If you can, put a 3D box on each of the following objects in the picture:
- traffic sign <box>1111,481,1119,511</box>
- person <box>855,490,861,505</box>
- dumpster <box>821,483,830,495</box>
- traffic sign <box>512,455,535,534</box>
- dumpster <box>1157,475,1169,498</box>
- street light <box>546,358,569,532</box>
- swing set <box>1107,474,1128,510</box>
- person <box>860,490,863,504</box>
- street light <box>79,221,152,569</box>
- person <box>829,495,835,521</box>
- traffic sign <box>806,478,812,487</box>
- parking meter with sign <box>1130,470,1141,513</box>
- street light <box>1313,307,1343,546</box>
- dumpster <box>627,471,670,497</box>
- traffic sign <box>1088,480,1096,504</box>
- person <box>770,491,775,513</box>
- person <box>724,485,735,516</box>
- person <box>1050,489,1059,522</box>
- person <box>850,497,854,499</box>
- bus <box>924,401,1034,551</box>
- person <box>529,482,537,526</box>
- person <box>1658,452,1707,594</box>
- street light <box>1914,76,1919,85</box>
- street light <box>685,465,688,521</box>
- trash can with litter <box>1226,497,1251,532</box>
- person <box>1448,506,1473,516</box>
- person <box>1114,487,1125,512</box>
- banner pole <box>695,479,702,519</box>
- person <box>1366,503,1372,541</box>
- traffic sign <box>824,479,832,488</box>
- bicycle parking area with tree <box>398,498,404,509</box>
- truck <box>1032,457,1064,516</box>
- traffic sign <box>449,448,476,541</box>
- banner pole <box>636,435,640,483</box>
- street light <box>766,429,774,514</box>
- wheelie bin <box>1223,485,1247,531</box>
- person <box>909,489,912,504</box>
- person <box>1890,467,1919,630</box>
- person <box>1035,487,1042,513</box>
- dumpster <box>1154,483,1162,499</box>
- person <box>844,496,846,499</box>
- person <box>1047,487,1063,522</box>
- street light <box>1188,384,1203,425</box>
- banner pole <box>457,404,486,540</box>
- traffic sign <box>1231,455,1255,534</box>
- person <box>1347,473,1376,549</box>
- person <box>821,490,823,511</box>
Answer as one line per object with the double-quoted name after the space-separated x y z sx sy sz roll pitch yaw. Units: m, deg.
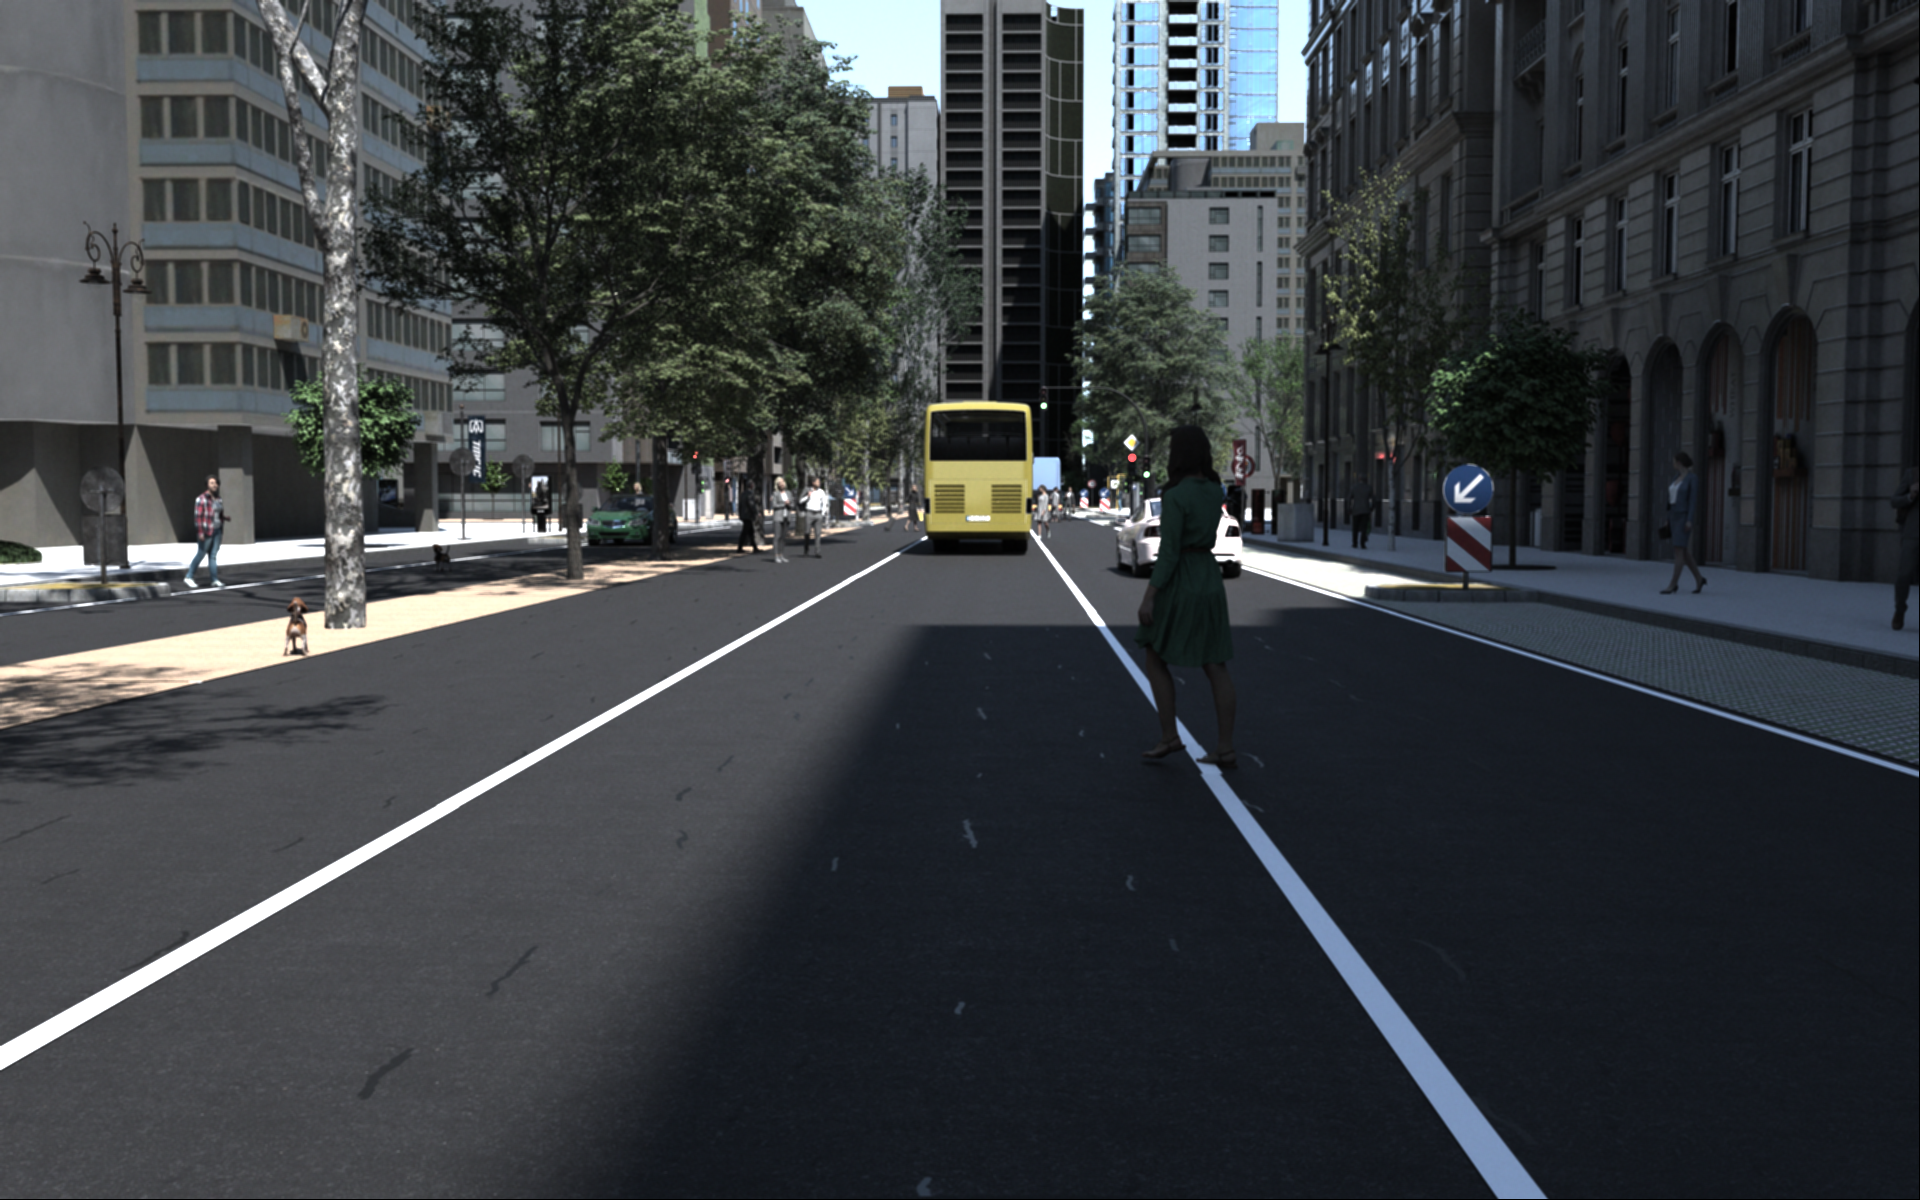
11.602 -7.802 129.686 0.606 2.300 0.079 1 4 9 "traffic sign"
-11.437 -11.482 194.486 0.721 1.743 1.217 2 4 25 "person"
-11.531 -8.733 145.278 1.502 2.255 1.985 0 4 2 "dumpster"
-14.123 -3.419 56.009 0.768 2.556 0.104 1 4 9 "traffic sign"
10.156 -4.851 81.800 1.502 2.255 1.985 0 4 1 "dumpster"
-13.651 -5.272 58.981 0.468 5.910 1.993 0 4 1 "street light"
14.546 -9.631 155.084 3.119 2.851 2.862 0 4 3 "swing set"
-11.338 -11.875 200.652 0.683 1.767 0.568 1 4 13 "person"
-14.397 -3.480 29.679 0.468 5.910 1.993 0 4 1 "street light"
-6.671 -5.027 90.951 0.793 1.790 0.793 0 4 2 "person"
-11.936 -8.473 138.541 0.884 2.594 0.081 1 4 10 "traffic sign"
10.721 -6.704 105.864 0.543 3.016 1.738 1 4 20 "parking meter with sign"
9.113 -4.294 42.996 0.468 5.910 1.993 0 4 1 "street light"
-13.291 -4.359 73.764 1.502 2.255 1.985 0 4 1 "dumpster"
11.671 -9.352 153.008 0.768 2.556 0.104 0 4 7 "traffic sign"
-12.559 -6.709 116.402 0.598 1.740 0.731 1 4 18 "person"
-13.468 -5.812 101.250 0.661 1.801 0.590 -2 4 -30 "person"
4.896 -4.948 89.976 0.480 1.755 0.524 0 4 8 "person"
-10.920 -10.329 175.601 1.217 1.739 0.721 -1 4 -9 "person"
0.602 -3.334 46.065 2.896 3.916 12.252 0 4 2 "bus"
-17.260 -3.909 70.301 0.444 1.785 0.601 0 4 -6 "person"
9.324 -0.990 22.257 0.654 1.822 0.581 0 4 6 "person"
8.354 -2.528 14.126 0.468 5.910 1.993 0 4 1 "street light"
-13.072 -6.713 82.541 0.468 5.910 1.993 0 4 1 "street light"
9.493 -2.897 58.756 1.055 1.170 0.624 0 4 0 "trash can with litter"
11.871 -2.134 41.036 0.616 1.811 0.778 1 4 16 "person"
11.720 -7.385 127.134 0.721 1.781 0.623 1 4 19 "person"
-13.486 -6.041 88.784 0.401 3.779 0.863 0 4 1 "banner pole"
10.980 -2.234 46.811 0.306 1.304 0.590 1 4 18 "person"
-11.207 -8.982 146.966 0.768 2.556 0.104 0 4 3 "traffic sign"
-55.016 -10.134 152.688 9.016 4.147 8.231 0 4 3 "bicycle parking area with tree"
5.901 -8.044 121.285 2.967 4.110 18.799 0 4 3 "truck"
-13.685 -2.908 47.647 0.768 2.556 0.104 0 4 7 "traffic sign"
-13.320 -4.995 71.682 0.401 3.779 0.863 -1 4 -22 "banner pole"
-12.310 -8.485 111.515 0.468 5.910 1.993 0 4 1 "street light"
9.599 -3.209 60.377 0.980 1.594 0.693 -3 5 -40 "wheelie bin"
-3.625 -7.263 127.437 0.526 1.800 0.537 -1 4 -15 "person"
8.911 -0.607 15.929 0.622 1.834 0.822 1 4 20 "person"
4.612 -5.632 100.546 0.622 1.834 0.822 2 4 34 "person"
10.104 -4.784 83.970 1.264 1.857 1.865 0 4 1 "dumpster"
-12.984 -11.573 195.344 0.705 1.814 1.350 2 4 33 "person"
4.800 -4.842 87.933 0.850 1.792 0.678 -1 4 -13 "person"
9.895 -6.117 72.804 0.468 5.910 1.993 0 4 1 "street light"
-13.676 -3.575 48.474 0.863 3.779 0.401 0 4 -8 "banner pole"
9.133 -3.413 55.916 0.768 2.556 0.104 0 4 3 "traffic sign"
9.469 -2.107 40.894 0.661 1.777 0.834 0 4 7 "person"
-8.967 -6.450 114.634 0.731 1.740 0.598 -3 5 -41 "person"
